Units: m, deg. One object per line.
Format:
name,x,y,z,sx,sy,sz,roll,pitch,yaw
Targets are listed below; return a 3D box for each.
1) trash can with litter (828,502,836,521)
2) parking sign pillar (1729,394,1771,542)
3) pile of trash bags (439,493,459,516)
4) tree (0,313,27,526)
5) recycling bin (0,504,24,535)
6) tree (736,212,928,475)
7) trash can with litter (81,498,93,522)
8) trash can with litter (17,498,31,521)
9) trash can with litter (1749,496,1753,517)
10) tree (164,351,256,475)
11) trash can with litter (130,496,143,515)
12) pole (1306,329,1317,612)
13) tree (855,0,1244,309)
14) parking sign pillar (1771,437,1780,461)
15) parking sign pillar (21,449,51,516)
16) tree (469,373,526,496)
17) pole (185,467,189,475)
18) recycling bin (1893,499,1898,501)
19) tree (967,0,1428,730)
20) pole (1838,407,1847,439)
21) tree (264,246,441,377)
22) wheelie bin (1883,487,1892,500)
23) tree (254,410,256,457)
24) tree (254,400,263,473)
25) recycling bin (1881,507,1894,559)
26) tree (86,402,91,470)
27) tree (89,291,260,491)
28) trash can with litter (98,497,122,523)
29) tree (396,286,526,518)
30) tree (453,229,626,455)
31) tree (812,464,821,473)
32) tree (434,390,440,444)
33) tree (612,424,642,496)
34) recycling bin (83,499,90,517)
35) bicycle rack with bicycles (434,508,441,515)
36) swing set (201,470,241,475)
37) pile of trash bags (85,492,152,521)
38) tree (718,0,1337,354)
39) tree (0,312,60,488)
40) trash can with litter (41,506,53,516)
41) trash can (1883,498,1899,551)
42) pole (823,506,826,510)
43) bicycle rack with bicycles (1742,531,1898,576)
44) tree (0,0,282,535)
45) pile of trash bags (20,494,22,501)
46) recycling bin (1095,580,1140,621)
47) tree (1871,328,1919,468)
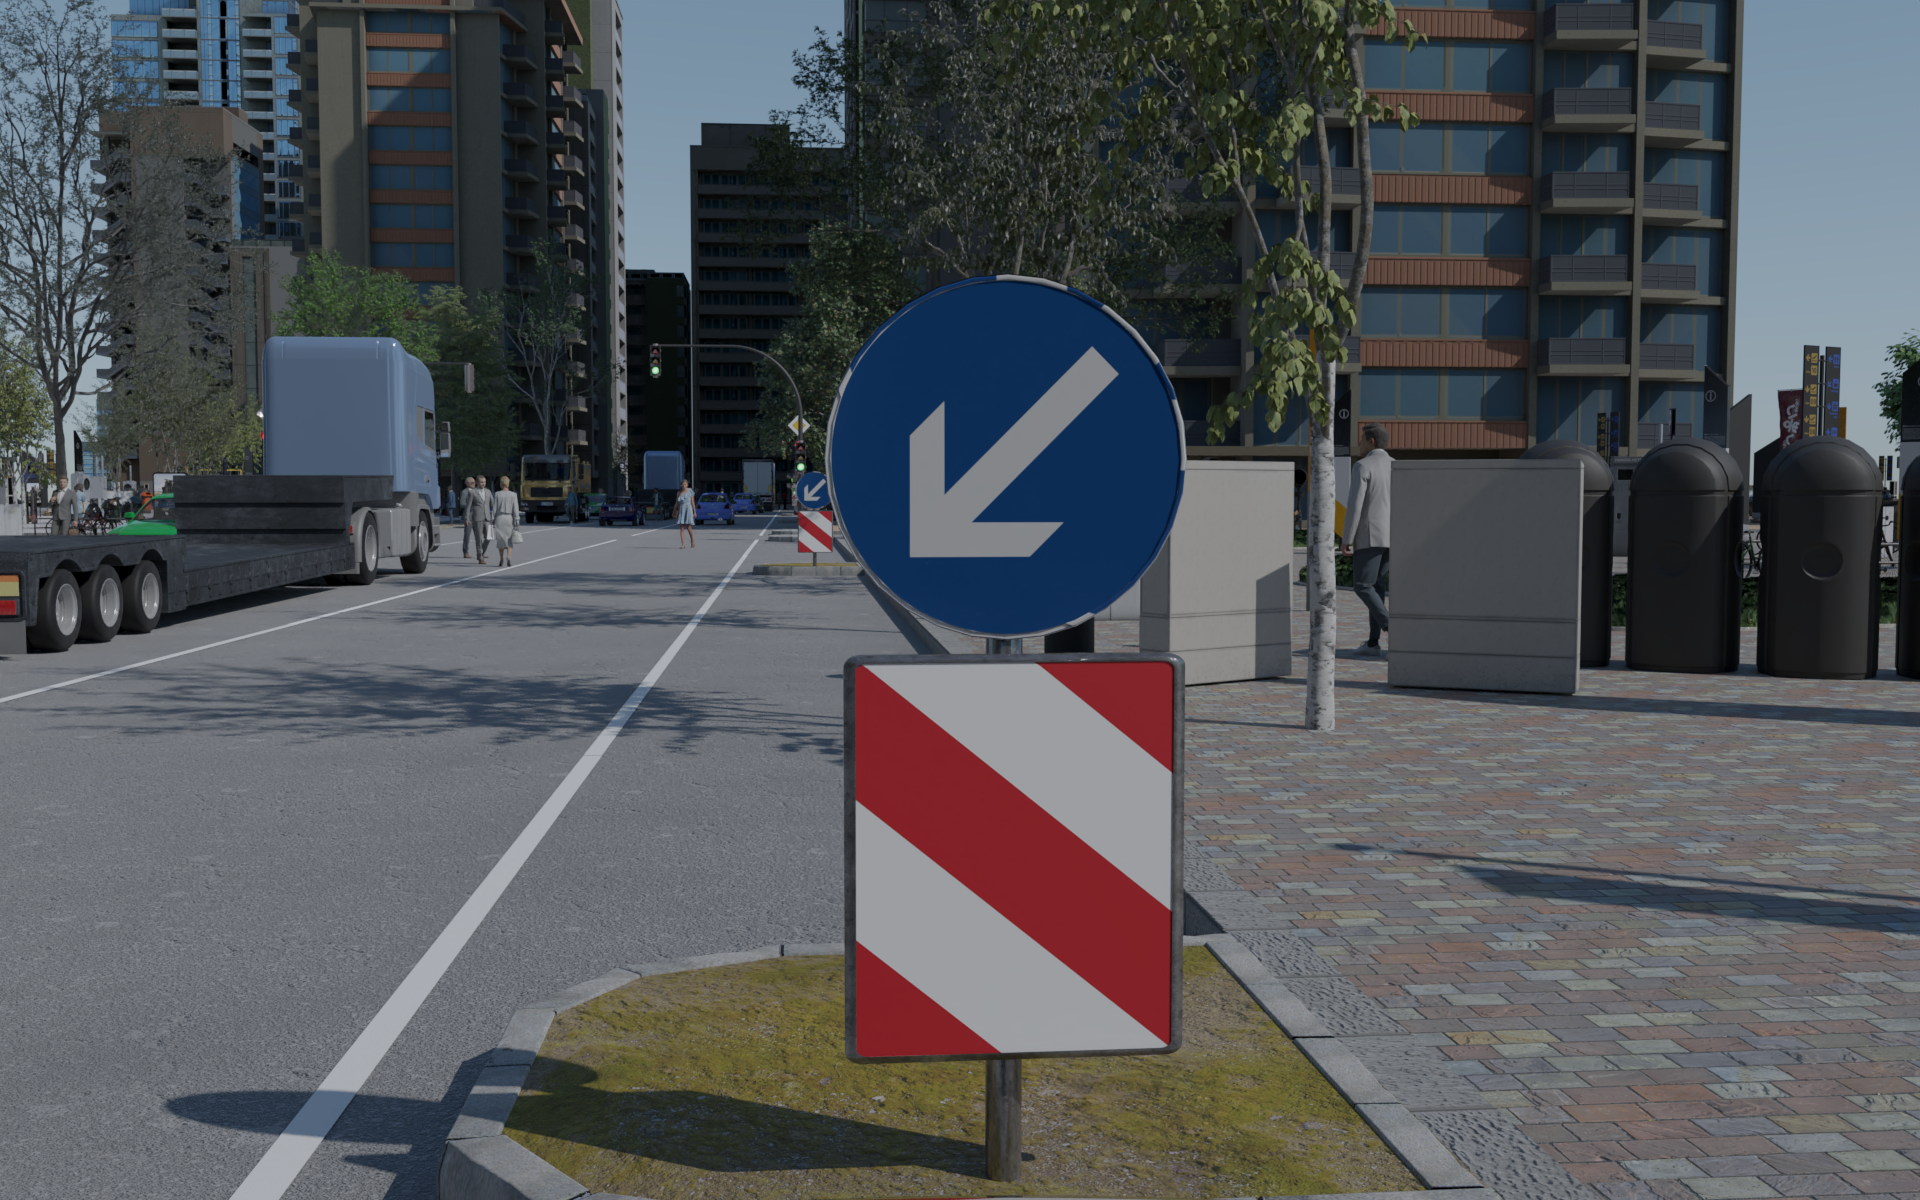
trash can with litter,-6.074,-4.398,83.296,0.624,1.170,1.055,0,4,0
parking sign pillar,20.600,-3.559,46.654,1.447,3.967,1.447,-1,4,-16
pile of trash bags,-30.258,-5.719,103.265,1.912,1.369,3.447,1,4,19
tree,-37.991,-7.318,70.015,4.360,8.622,3.978,0,3,0
recycling bin,-23.629,-1.856,42.901,0.722,1.027,0.722,-2,4,-25
tree,-4.306,-9.398,70.668,9.611,12.733,9.660,0,3,0
trash can with litter,-41.329,-4.289,81.185,1.678,1.210,2.233,-1,4,-23
trash can with litter,-43.764,-4.249,80.851,1.055,1.170,0.624,0,4,-1
trash can with litter,44.414,-5.261,97.406,1.055,1.170,0.624,-2,4,-31
tree,-39.893,-8.572,90.507,4.737,8.622,4.395,0,3,0
trash can with litter,-39.076,-4.348,82.471,1.055,1.170,0.624,3,5,42
pole,3.875,-1.531,18.868,0.158,3.312,0.155,0,3,0
tree,0.750,-4.091,17.243,4.360,8.622,3.978,0,3,0
parking sign pillar,35.769,-5.386,76.527,1.447,3.967,1.447,2,4,28
parking sign pillar,-54.994,-6.993,102.803,1.447,3.967,1.447,-2,4,-27
tree,-28.341,-9.463,105.089,4.737,8.622,4.395,0,3,0
pole,-54.817,-7.892,122.883,0.158,3.312,0.155,0,3,0
recycling bin,51.113,-4.974,93.875,0.722,1.027,0.722,0,4,-2
tree,1.731,-3.600,9.216,4.737,8.622,4.395,0,3,0
pole,20.672,-2.862,40.636,0.158,3.312,0.155,0,3,0
tree,-25.872,-9.070,74.043,9.928,11.665,9.643,0,3,0
wheelie bin,41.381,-4.284,77.949,0.980,1.594,0.693,1,4,17
tree,-50.885,-10.258,118.082,4.737,8.622,4.395,0,3,0
tree,-51.644,-10.696,125.246,4.737,8.622,4.395,0,3,0
recycling bin,18.147,-1.352,34.664,0.722,1.027,0.722,-3,4,-36
tree,-50.902,-9.401,104.063,4.360,8.622,3.978,0,3,0
tree,-28.026,-6.813,61.760,4.360,8.622,3.978,0,3,0
trash can with litter,-37.669,-3.994,76.687,1.055,1.170,0.624,1,4,10
tree,-27.711,-10.798,94.678,7.486,12.596,7.792,0,3,0
tree,-30.847,-16.550,126.484,12.611,20.169,13.585,0,3,0
tree,-7.106,-7.322,103.425,4.285,4.588,4.351,0,3,0
tree,-35.567,-9.922,112.589,4.737,8.622,4.395,0,3,0
tree,-35.400,-14.202,182.567,4.360,8.622,3.978,0,3,0
recycling bin,-44.880,-4.632,88.290,0.722,1.027,0.722,0,4,1
bicycle rack with bicycles,-32.683,-5.769,107.711,2.925,0.926,2.852,2,4,30
swing set,-47.778,-6.944,111.147,3.119,2.851,2.862,-1,4,-22
pile of trash bags,-41.244,-4.621,85.302,1.912,1.369,3.447,1,4,23
tree,0.746,-5.523,24.718,8.767,10.594,7.601,0,4,-8
tree,-35.332,-6.978,64.455,4.737,8.622,4.395,0,3,0
trash can with litter,-52.930,-5.478,100.956,0.624,1.170,1.055,2,4,33
trash can,20.809,-1.672,38.999,0.748,1.137,0.748,0,3,0
pole,-7.744,-6.418,98.775,0.158,3.312,0.155,0,3,0
bicycle rack with bicycles,12.253,-0.689,24.649,2.925,0.926,2.852,-1,4,-9
tree,-21.846,-8.042,41.851,12.009,13.543,11.850,0,3,0
pile of trash bags,-66.940,-6.809,121.072,3.447,1.369,1.912,-1,4,-18
recycling bin,1.489,-0.325,17.866,0.722,1.027,0.722,0,4,-5
tree,17.338,-2.805,29.571,4.285,4.588,4.351,0,3,0
